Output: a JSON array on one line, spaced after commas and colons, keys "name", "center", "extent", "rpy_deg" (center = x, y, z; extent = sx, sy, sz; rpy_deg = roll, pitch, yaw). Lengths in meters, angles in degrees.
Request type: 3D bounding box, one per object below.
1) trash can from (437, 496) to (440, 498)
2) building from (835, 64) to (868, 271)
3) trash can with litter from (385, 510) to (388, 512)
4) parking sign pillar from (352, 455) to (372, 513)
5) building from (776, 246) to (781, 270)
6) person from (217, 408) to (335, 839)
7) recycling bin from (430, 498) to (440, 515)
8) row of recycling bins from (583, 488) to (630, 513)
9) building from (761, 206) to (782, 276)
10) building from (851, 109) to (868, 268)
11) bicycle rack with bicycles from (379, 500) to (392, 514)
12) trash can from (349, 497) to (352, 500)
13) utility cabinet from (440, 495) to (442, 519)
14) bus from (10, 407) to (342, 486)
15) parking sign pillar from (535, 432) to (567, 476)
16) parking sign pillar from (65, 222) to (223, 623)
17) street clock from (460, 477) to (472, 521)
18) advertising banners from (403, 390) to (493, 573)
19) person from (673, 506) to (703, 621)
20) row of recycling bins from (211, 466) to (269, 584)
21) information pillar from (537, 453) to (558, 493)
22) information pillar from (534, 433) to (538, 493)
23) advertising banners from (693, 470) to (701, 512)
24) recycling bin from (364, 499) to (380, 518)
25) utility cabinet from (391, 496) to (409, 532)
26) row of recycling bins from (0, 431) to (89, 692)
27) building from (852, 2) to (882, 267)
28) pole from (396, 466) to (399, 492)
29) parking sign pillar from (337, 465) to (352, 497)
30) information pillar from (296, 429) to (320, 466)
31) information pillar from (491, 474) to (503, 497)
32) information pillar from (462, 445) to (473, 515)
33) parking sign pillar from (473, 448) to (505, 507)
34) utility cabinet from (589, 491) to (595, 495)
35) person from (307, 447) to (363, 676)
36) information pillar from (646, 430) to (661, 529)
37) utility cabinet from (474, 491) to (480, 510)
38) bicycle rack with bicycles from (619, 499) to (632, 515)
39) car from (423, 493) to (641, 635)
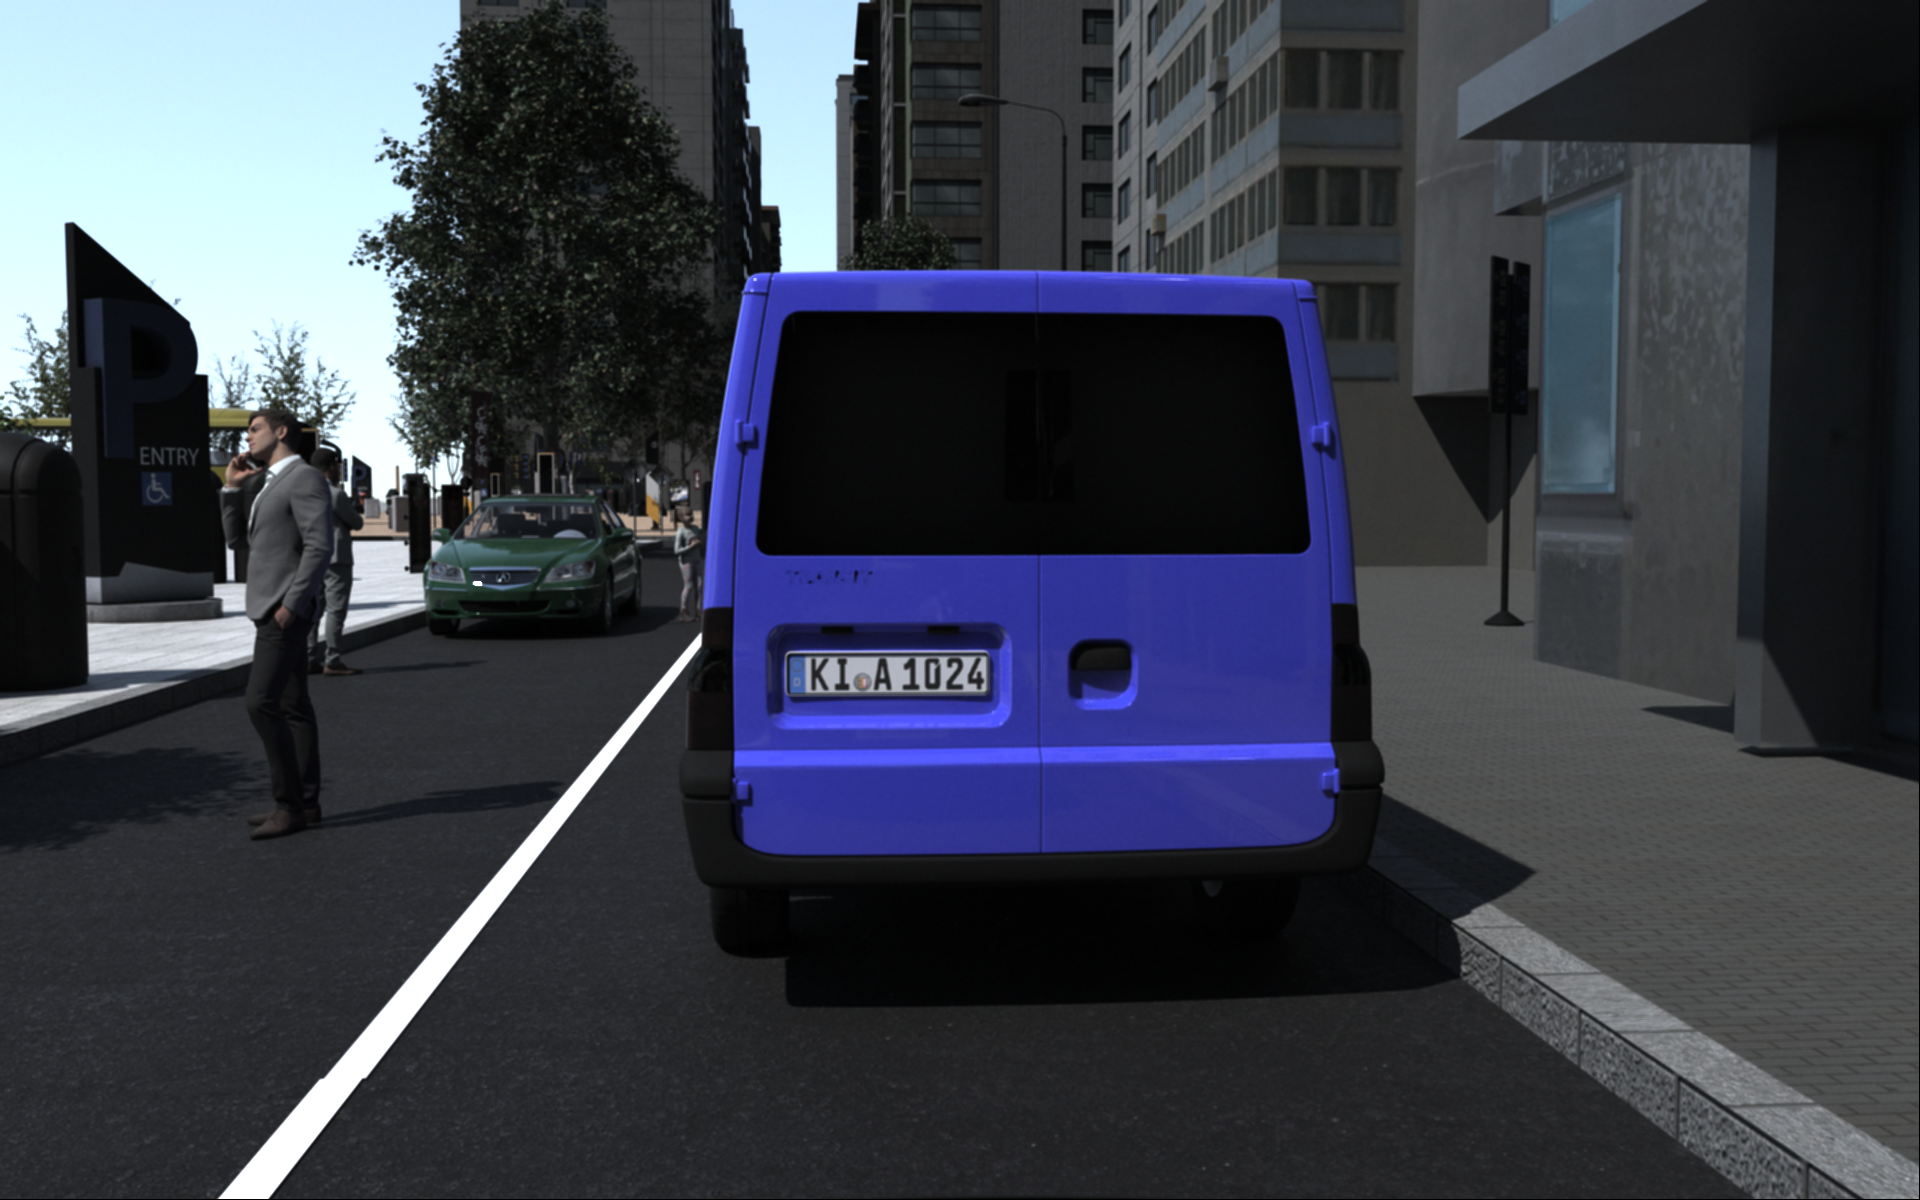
[{"name": "trash can", "center": [-36.370, -6.731, 121.702], "extent": [0.748, 1.137, 0.748], "rpy_deg": [0, 3, 0]}, {"name": "building", "center": [-6.962, -43.018, 245.338], "extent": [21.231, 58.520, 28.212], "rpy_deg": [0, 4, -5]}, {"name": "trash can with litter", "center": [-38.897, -6.570, 118.804], "extent": [0.624, 1.170, 1.055], "rpy_deg": [3, 4, 38]}, {"name": "parking sign pillar", "center": [-41.045, -7.969, 118.764], "extent": [1.447, 3.967, 1.447], "rpy_deg": [0, 4, 4]}, {"name": "building", "center": [-35.720, -36.258, 276.408], "extent": [14.154, 41.232, 14.086], "rpy_deg": [0, 4, -5]}, {"name": "person", "center": [-2.921, 0.077, 7.415], "extent": [0.473, 1.802, 0.592], "rpy_deg": [-1, 4, -19]}, {"name": "recycling bin", "center": [-31.896, -5.666, 105.188], "extent": [0.722, 1.027, 0.722], "rpy_deg": [0, 4, 6]}, {"name": "row of recycling bins", "center": [-24.265, -6.841, 118.958], "extent": [3.534, 1.692, 1.069], "rpy_deg": [1, 4, 17]}, {"name": "building", "center": [-37.329, -36.700, 254.662], "extent": [22.147, 44.769, 28.867], "rpy_deg": [0, 4, -5]}, {"name": "building", "center": [-5.405, -33.520, 198.158], "extent": [14.600, 45.320, 14.200], "rpy_deg": [0, 4, -5]}, {"name": "bicycle rack with bicycles", "center": [-33.422, -5.398, 101.633], "extent": [2.852, 0.926, 2.925], "rpy_deg": [-1, 4, -22]}, {"name": "trash can", "center": [-30.931, -4.614, 87.093], "extent": [0.748, 1.137, 0.748], "rpy_deg": [0, 3, 0]}, {"name": "utility cabinet", "center": [-26.295, -4.786, 89.408], "extent": [1.020, 1.237, 0.306], "rpy_deg": [-2, 4, -24]}, {"name": "bus", "center": [-24.310, -3.544, 49.498], "extent": [12.252, 3.916, 2.896], "rpy_deg": [0, 4, -4]}, {"name": "parking sign pillar", "center": [-17.648, -5.284, 74.859], "extent": [1.447, 3.967, 1.447], "rpy_deg": [-1, 4, -16]}, {"name": "parking sign pillar", "center": [-8.394, -1.792, 17.774], "extent": [1.447, 3.967, 1.447], "rpy_deg": [2, 4, 30]}, {"name": "street clock", "center": [-20.386, -4.097, 71.549], "extent": [0.471, 2.002, 0.358], "rpy_deg": [-2, 4, -27]}, {"name": "advertising banners", "center": [-8.463, -1.994, 28.794], "extent": [0.090, 3.025, 2.074], "rpy_deg": [2, 4, 27]}, {"name": "person", "center": [-3.023, -0.416, 19.588], "extent": [0.394, 1.301, 0.425], "rpy_deg": [1, 4, 20]}, {"name": "row of recycling bins", "center": [-11.419, -1.076, 24.705], "extent": [3.534, 1.692, 1.069], "rpy_deg": [-1, 4, -21]}, {"name": "information pillar", "center": [-7.358, -1.619, 30.969], "extent": [0.304, 2.012, 0.304], "rpy_deg": [0, 4, 0]}, {"name": "information pillar", "center": [-16.107, -4.561, 65.923], "extent": [0.183, 3.616, 0.504], "rpy_deg": [0, 4, -7]}, {"name": "advertising banners", "center": [-18.286, -7.902, 125.381], "extent": [2.074, 3.025, 0.090], "rpy_deg": [0, 4, 1]}, {"name": "recycling bin", "center": [-31.144, -4.842, 91.717], "extent": [0.722, 1.027, 0.722], "rpy_deg": [-1, 4, -22]}, {"name": "utility cabinet", "center": [-18.655, -2.896, 58.508], "extent": [0.306, 1.237, 1.020], "rpy_deg": [3, 5, 43]}, {"name": "row of recycling bins", "center": [-7.005, -0.199, 10.366], "extent": [1.069, 1.692, 3.534], "rpy_deg": [2, 4, 33]}, {"name": "building", "center": [1.582, -30.661, 155.926], "extent": [22.147, 44.769, 28.867], "rpy_deg": [0, 4, -5]}, {"name": "pole", "center": [-40.130, -7.937, 123.607], "extent": [0.158, 3.312, 0.155], "rpy_deg": [0, 3, 0]}, {"name": "parking sign pillar", "center": [-38.611, -7.231, 106.692], "extent": [1.447, 3.967, 1.447], "rpy_deg": [0, 4, -6]}, {"name": "information pillar", "center": [-7.394, -0.925, 19.612], "extent": [0.304, 2.012, 0.304], "rpy_deg": [-1, 4, -20]}, {"name": "information pillar", "center": [-16.602, -3.524, 62.115], "extent": [0.304, 2.012, 0.304], "rpy_deg": [1, 4, 9]}, {"name": "information pillar", "center": [-23.304, -5.543, 81.980], "extent": [0.504, 3.616, 0.183], "rpy_deg": [1, 4, 17]}, {"name": "parking sign pillar", "center": [-21.224, -5.512, 78.599], "extent": [1.447, 3.967, 1.447], "rpy_deg": [1, 4, 21]}, {"name": "utility cabinet", "center": [-22.809, -6.033, 107.322], "extent": [0.318, 1.500, 1.173], "rpy_deg": [0, 4, -8]}, {"name": "person", "center": [-4.979, -0.313, 13.796], "extent": [0.511, 1.800, 0.466], "rpy_deg": [1, 4, 19]}, {"name": "information pillar", "center": [-11.147, -4.375, 62.882], "extent": [0.504, 3.616, 0.183], "rpy_deg": [0, 4, 2]}, {"name": "utility cabinet", "center": [-29.791, -6.082, 108.112], "extent": [1.173, 1.500, 0.318], "rpy_deg": [2, 4, 28]}, {"name": "bicycle rack with bicycles", "center": [-24.036, -6.793, 124.448], "extent": [2.925, 0.926, 2.852], "rpy_deg": [-1, 4, -12]}, {"name": "car", "center": [-4.629, -0.455, 19.229], "extent": [2.131, 1.459, 4.920], "rpy_deg": [0, 4, -4]}]
